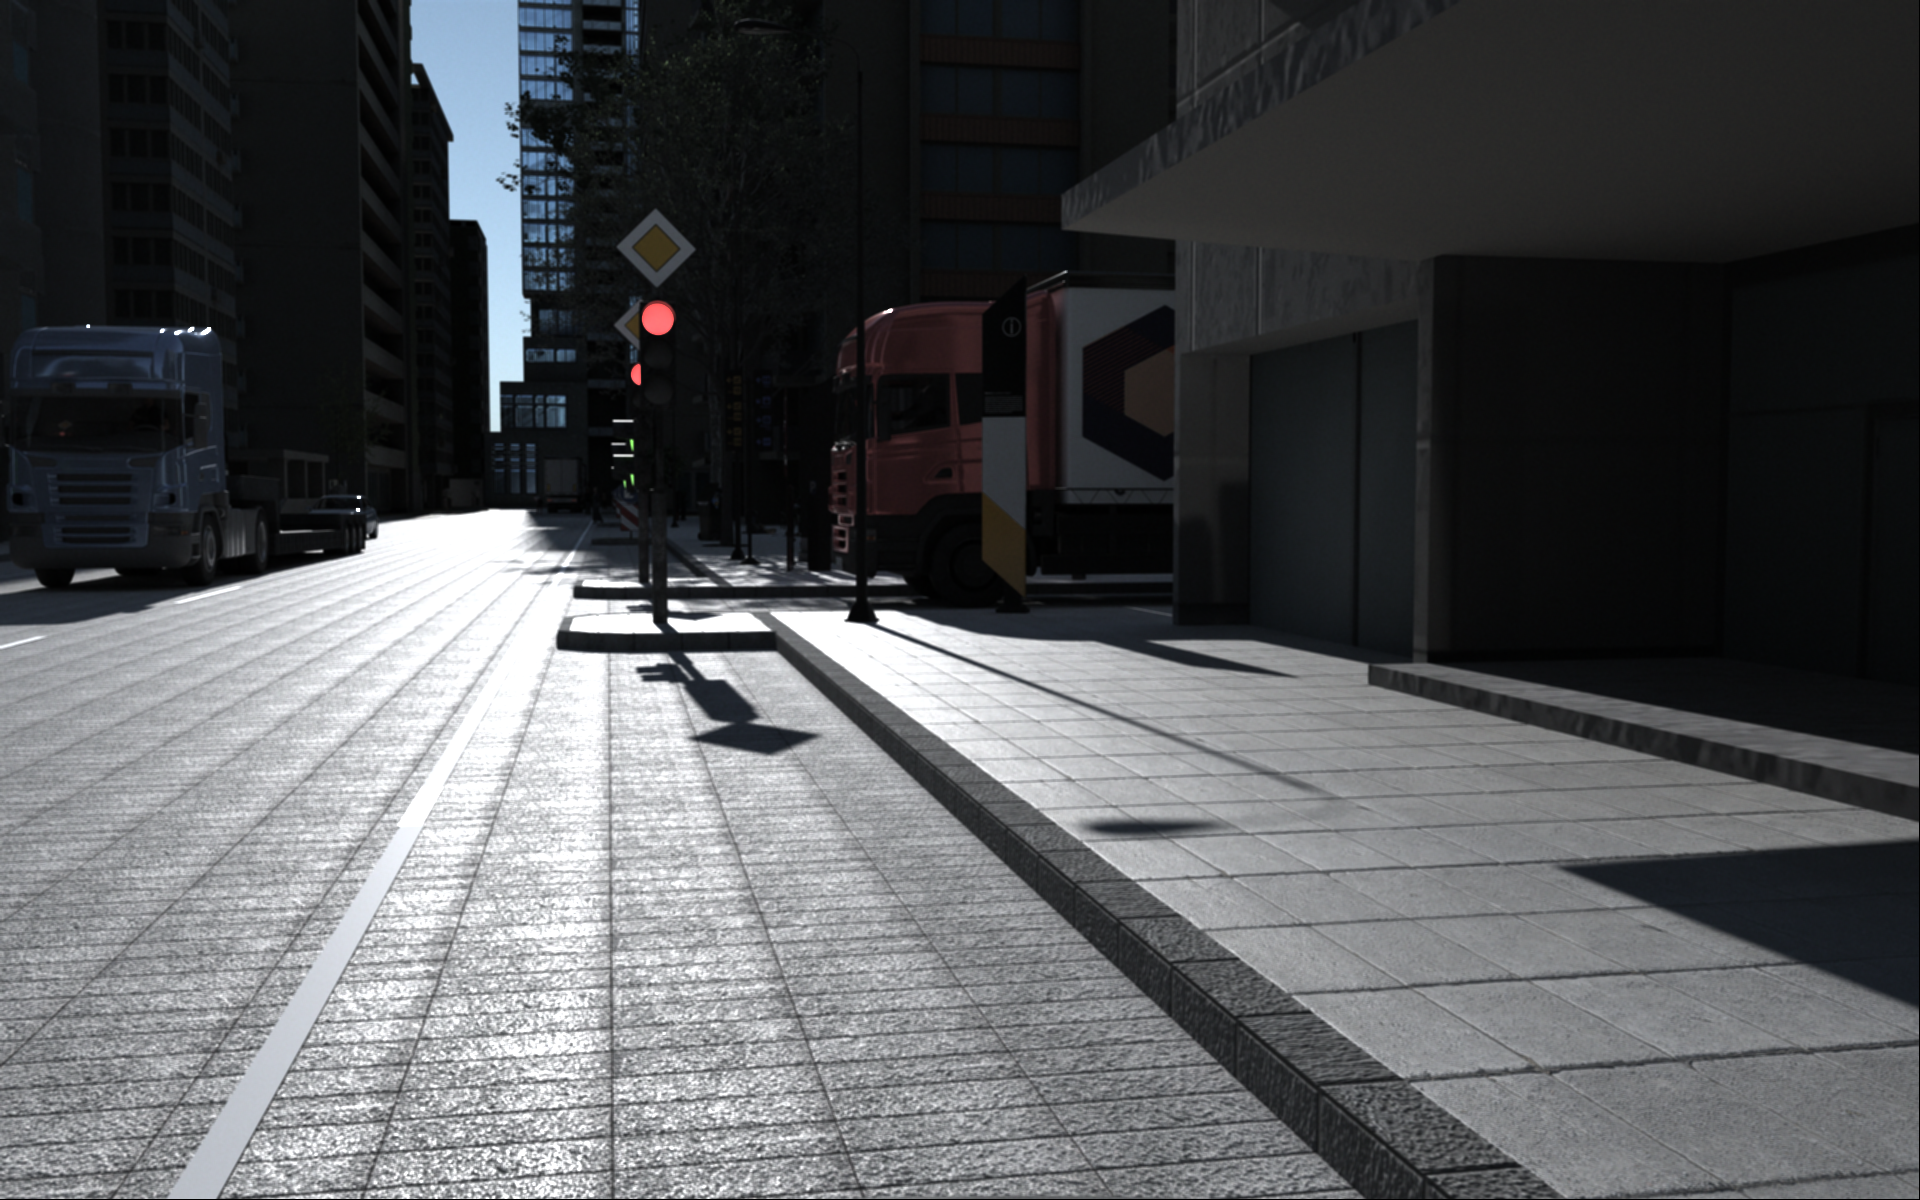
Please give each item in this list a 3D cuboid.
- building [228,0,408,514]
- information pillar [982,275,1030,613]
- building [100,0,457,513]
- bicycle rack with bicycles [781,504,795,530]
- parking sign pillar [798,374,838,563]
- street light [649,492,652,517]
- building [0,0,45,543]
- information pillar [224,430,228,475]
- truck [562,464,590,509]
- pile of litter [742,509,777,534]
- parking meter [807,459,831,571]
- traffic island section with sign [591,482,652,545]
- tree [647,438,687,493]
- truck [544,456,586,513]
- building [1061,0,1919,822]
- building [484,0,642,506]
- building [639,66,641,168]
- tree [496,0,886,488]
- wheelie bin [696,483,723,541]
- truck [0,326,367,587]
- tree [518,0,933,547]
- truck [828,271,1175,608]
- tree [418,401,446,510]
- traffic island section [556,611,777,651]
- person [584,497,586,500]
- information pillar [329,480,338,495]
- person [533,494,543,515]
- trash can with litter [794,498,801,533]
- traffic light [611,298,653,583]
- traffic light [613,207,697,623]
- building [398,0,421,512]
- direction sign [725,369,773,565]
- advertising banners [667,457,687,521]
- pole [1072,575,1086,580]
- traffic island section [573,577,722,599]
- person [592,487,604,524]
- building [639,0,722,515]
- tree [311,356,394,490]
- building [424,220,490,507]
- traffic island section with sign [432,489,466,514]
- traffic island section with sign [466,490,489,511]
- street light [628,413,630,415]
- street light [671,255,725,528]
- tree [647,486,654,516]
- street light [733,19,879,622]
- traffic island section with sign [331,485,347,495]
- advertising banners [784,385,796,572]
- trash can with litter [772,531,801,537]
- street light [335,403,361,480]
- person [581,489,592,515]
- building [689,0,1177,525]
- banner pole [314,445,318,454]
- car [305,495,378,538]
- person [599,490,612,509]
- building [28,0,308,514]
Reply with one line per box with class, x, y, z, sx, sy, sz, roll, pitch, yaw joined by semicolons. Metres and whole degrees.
building;-45.882;-29.374;103.969;21.300;48.544;21.600;-1;4;-11
information pillar;0.491;-1.669;18.648;0.504;3.616;0.183;1;4;13
building;-57.452;-28.181;152.633;23.993;40.220;32.217;-1;4;-11
bicycle rack with bicycles;-5.475;-3.061;63.434;2.852;0.926;2.925;-1;4;-8
parking sign pillar;-2.373;-2.721;32.956;1.447;3.967;1.447;0;4;0
street light;-11.489;-5.732;66.266;1.470;5.913;1.316;-1;4;-11
building;-33.131;-25.335;33.844;23.786;49.044;30.456;-1;4;-11
information pillar;-25.370;-4.185;59.782;0.183;3.616;0.504;0;4;-6
truck;-36.727;-10.731;164.360;2.839;4.237;11.283;-1;4;-11
pile of litter;-6.528;-2.589;56.291;1.176;0.858;1.719;0;4;-3
parking meter;-2.365;-1.425;29.013;0.255;1.863;0.399;-3;4;-38
traffic island section with sign;-9.496;-2.492;49.374;1.989;1.847;2.006;-1;4;-11
tree;-16.759;-6.865;95.954;4.285;4.588;4.351;0;3;0
truck;-30.621;-8.899;134.407;2.839;4.237;11.283;-1;4;-10
building;15.379;-25.470;5.666;28.713;52.752;27.495;-1;4;-11
building;-36.208;-53.701;190.679;31.000;86.520;22.319;-1;4;-11
building;-15.343;-36.628;140.868;21.231;58.520;28.212;-1;4;-11
tree;-8.931;-12.327;57.434;12.611;20.169;13.585;0;3;0
wheelie bin;-6.838;-2.439;47.779;0.693;1.594;0.980;-3;5;-42
truck;-14.213;-2.684;33.637;2.967;4.110;18.799;-1;4;-11
tree;-5.604;-8.056;42.091;12.009;13.543;11.850;0;3;0
truck;3.266;-2.112;23.443;11.283;4.237;2.839;-1;4;-13
tree;-42.524;-11.347;135.888;4.360;8.622;3.978;0;3;0
traffic island section;-2.965;0.307;17.262;2.009;0.180;2.903;-1;4;-11
person;-33.212;-8.910;154.180;0.705;1.824;1.348;-2;4;-29
information pillar;-31.639;-5.077;87.502;0.304;2.012;0.304;1;4;22
person;-29.422;-6.665;120.661;0.799;1.438;0.628;0;4;3
trash can with litter;-5.015;-2.778;56.805;0.624;1.170;1.055;2;4;23
traffic light;-4.595;-2.205;24.966;0.839;4.253;0.868;-1;4;-11
traffic light;-3.006;-1.726;17.140;0.839;4.253;0.868;-1;4;-11
building;-46.624;-26.856;122.697;14.154;41.232;14.086;-1;4;-11
direction sign;-3.838;-2.418;31.538;0.876;3.537;0.379;0;4;6
advertising banners;-13.545;-5.298;82.808;0.090;3.025;2.074;1;4;15
pole;1.786;-1.961;25.907;0.158;3.312;0.155;0;3;0
traffic island section;-4.554;-0.172;25.088;2.009;0.180;2.903;-1;4;-11
person;-17.537;-4.568;83.613;0.576;1.772;0.534;2;4;35
building;-10.472;-30.145;116.568;21.300;48.544;21.600;-1;4;-11
tree;-33.094;-8.761;93.600;4.737;8.622;4.395;0;3;0
building;-57.346;-25.166;183.158;14.107;30.474;14.160;-1;4;-11
traffic island section with sign;-36.435;-7.006;123.175;1.989;1.847;2.006;-1;4;-11
traffic island section with sign;-41.792;-8.622;149.595;1.989;1.847;2.006;-1;4;-11
street light;-18.198;-7.728;98.890;1.470;5.913;1.316;-1;4;-11
street light;-4.876;-3.736;33.623;1.470;5.913;1.316;-1;4;-11
tree;-18.182;-6.552;101.730;1.663;3.219;1.824;0;3;0
street light;-1.524;-2.733;17.226;1.470;5.913;1.316;-1;4;-11
traffic island section with sign;-26.354;-3.969;73.521;1.989;1.847;2.006;-1;4;-11
advertising banners;-2.848;-1.997;28.837;0.090;3.025;2.074;0;4;-2
trash can with litter;-4.735;-2.535;52.510;2.233;1.210;1.678;3;5;41
street light;-31.339;-7.104;88.696;1.470;5.913;1.316;-1;4;-11
person;-26.088;-6.913;121.543;0.705;1.822;1.348;3;4;37
building;-1.138;-26.054;80.606;22.147;44.769;28.867;-1;4;-11
banner pole;-32.629;-5.981;87.814;0.401;3.779;0.863;-1;4;-8
car;-19.642;-2.631;55.025;2.014;1.417;4.499;-1;4;-10
person;-31.996;-9.018;156.041;1.348;1.812;0.705;1;4;12
building;-42.985;-23.004;67.993;32.217;40.220;23.993;-1;4;-11
